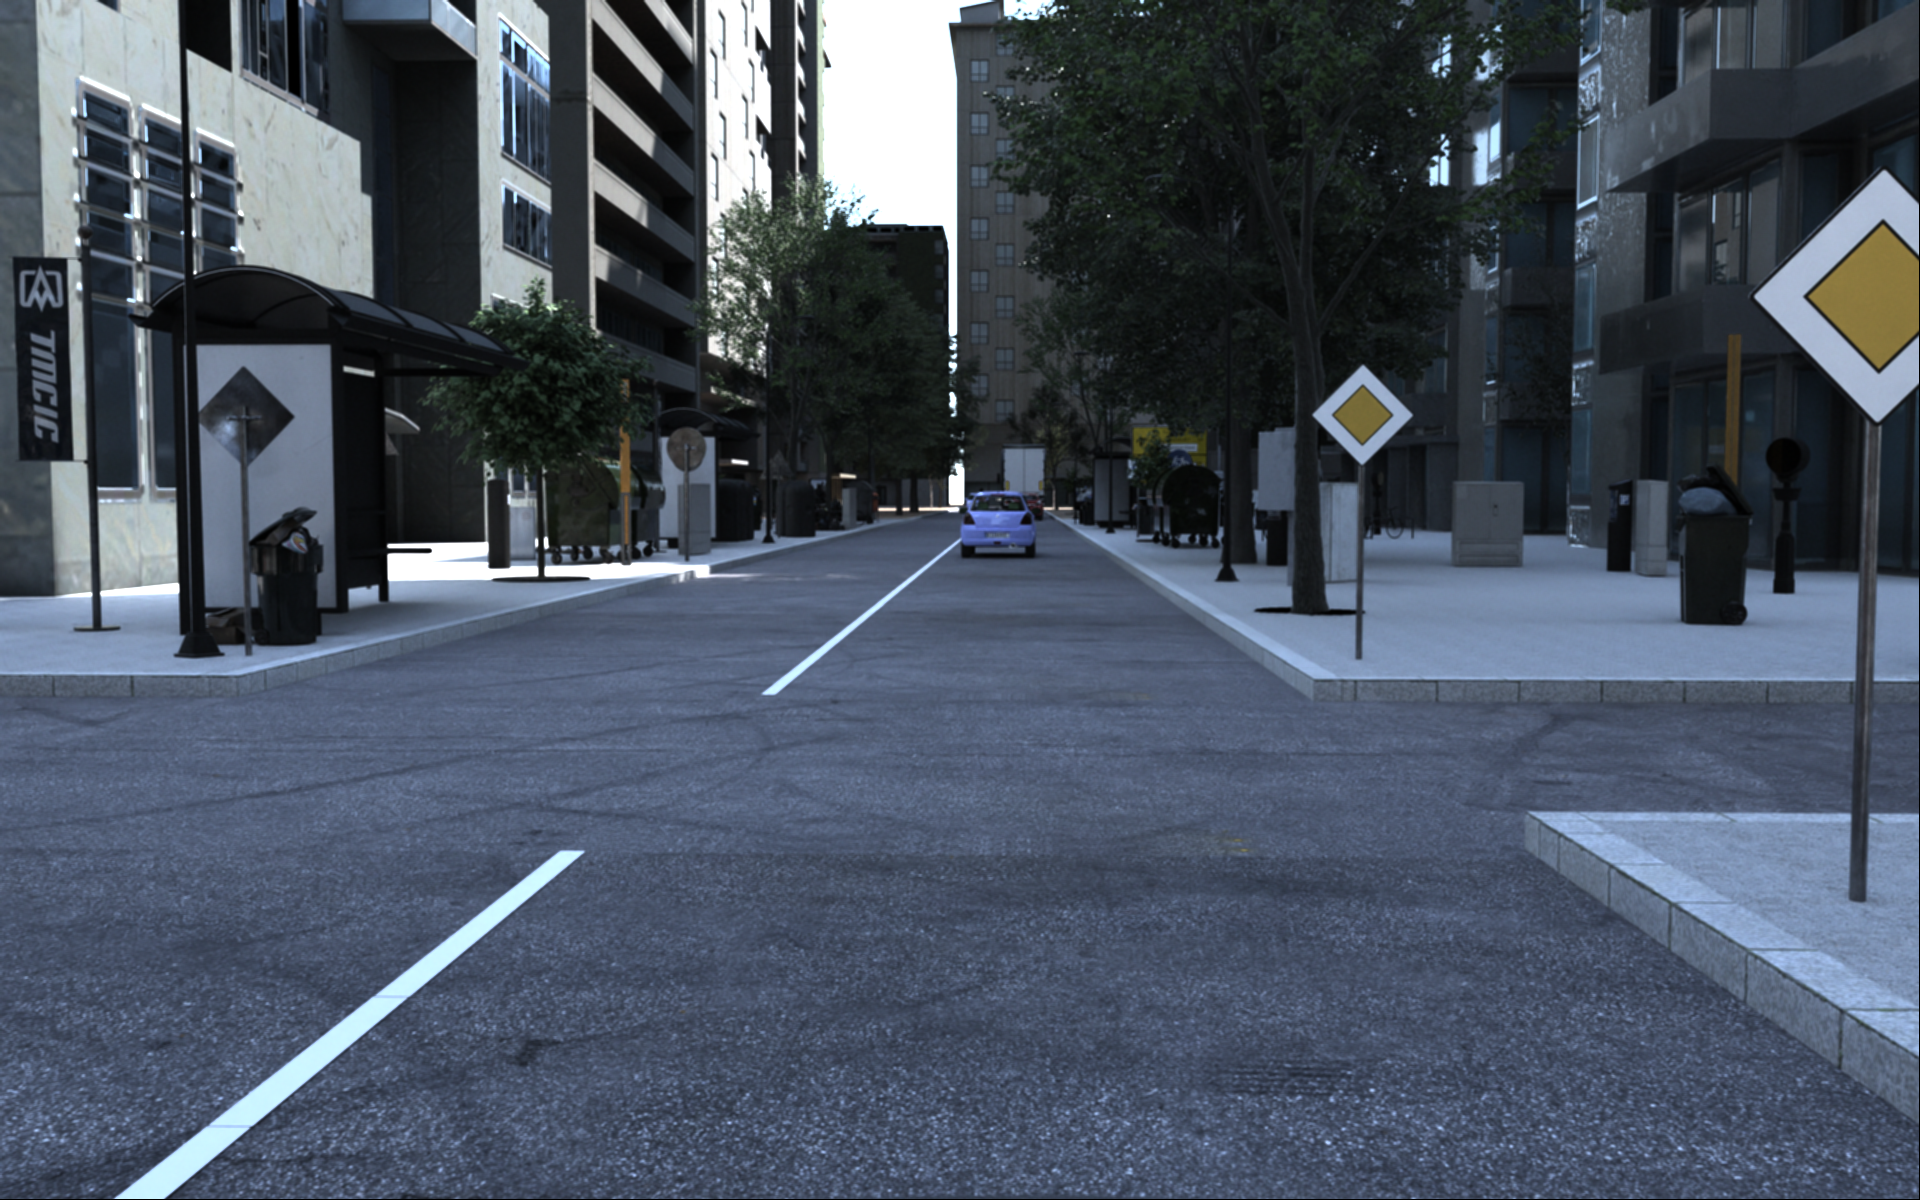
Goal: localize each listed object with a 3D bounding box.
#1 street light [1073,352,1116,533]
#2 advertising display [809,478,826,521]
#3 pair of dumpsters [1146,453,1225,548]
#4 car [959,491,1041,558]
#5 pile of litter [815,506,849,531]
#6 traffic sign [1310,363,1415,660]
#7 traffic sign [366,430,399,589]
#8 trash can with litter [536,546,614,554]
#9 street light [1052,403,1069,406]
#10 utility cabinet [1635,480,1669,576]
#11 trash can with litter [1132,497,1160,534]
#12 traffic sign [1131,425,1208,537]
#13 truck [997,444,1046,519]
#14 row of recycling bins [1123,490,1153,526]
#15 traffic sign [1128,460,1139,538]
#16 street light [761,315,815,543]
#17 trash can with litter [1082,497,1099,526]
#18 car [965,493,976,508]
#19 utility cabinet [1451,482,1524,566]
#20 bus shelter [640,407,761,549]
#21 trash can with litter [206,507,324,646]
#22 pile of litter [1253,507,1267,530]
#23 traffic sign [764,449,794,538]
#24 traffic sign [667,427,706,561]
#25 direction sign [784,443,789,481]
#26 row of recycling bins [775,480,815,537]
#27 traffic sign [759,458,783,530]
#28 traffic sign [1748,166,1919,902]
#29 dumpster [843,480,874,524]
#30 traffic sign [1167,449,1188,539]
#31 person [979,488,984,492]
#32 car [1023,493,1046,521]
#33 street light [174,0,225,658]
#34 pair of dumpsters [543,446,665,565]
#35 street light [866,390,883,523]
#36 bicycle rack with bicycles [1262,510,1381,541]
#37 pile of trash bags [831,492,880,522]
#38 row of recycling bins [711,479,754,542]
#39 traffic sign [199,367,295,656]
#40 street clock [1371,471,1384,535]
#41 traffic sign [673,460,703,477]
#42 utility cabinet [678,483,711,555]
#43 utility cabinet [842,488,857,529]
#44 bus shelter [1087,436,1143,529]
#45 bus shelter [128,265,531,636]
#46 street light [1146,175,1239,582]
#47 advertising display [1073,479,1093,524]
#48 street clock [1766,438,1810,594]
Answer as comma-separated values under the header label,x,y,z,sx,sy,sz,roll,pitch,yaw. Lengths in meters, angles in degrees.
label,x,y,z,sx,sy,sz,roll,pitch,yaw
street light,4.390,-5.138,56.555,1.470,5.913,1.316,0,4,2
advertising display,-5.800,-4.063,71.642,0.974,1.923,0.123,-2,4,-33
pair of dumpsters,5.568,-2.470,42.877,1.574,2.255,4.437,0,4,2
car,0.921,-1.878,40.298,1.945,1.707,3.694,0,4,3
pile of litter,-4.792,-2.872,60.929,1.719,0.858,1.176,1,4,19
traffic sign,3.093,-0.596,13.384,0.795,2.450,0.064,0,4,2
traffic sign,-7.998,-1.429,23.361,0.884,2.594,0.081,0,4,7
trash can with litter,-8.745,-1.637,37.819,2.233,1.210,1.678,3,5,42
street light,5.384,-7.090,88.460,1.470,5.913,1.316,0,4,2
utility cabinet,10.924,-1.141,27.334,0.318,1.500,1.173,1,4,13
trash can with litter,6.219,-2.747,56.309,0.624,1.170,1.055,-3,5,-42
traffic sign,6.227,-3.524,51.490,2.265,3.308,0.079,1,4,9
truck,3.672,-6.985,103.110,2.839,4.237,11.283,0,4,1
row of recycling bins,7.775,-3.947,71.642,1.069,1.692,3.534,3,4,38
traffic sign,5.234,-2.983,50.901,0.606,2.300,0.079,1,4,10
street light,-4.475,-4.441,45.149,1.470,5.913,1.316,0,4,2
trash can with litter,5.496,-3.618,70.535,1.055,1.170,0.624,2,4,25
car,1.356,-7.883,138.481,1.945,1.707,3.694,0,4,0
utility cabinet,9.321,-1.341,30.599,1.173,1.500,0.318,0,4,3
bus shelter,-6.362,-3.010,43.134,2.014,3.302,5.546,0,4,2
trash can with litter,-5.989,-0.206,14.757,1.055,1.170,0.624,0,4,1
pile of litter,11.086,-2.968,62.486,1.176,0.858,1.719,0,4,7
traffic sign,-5.263,-3.076,50.301,0.884,2.594,0.081,0,4,6
traffic sign,-5.219,-2.015,33.049,0.768,2.556,0.104,0,4,5
direction sign,-7.661,-5.215,77.269,0.379,3.537,0.876,1,4,15
row of recycling bins,-5.085,-2.800,52.893,1.069,1.692,3.534,-1,4,-12
traffic sign,-6.819,-3.825,62.549,0.884,2.594,0.081,0,4,7
traffic sign,2.830,-0.108,5.404,0.795,2.450,0.064,0,4,2
dumpster,-4.357,-4.180,74.105,1.264,1.857,1.865,0,4,2
traffic sign,6.248,-3.019,49.466,0.768,2.556,0.104,1,4,11
person,1.249,-5.133,93.133,0.721,1.736,1.217,-1,4,-17
car,3.620,-5.237,94.667,2.155,1.783,4.494,0,4,2
street light,-5.480,-2.505,13.504,1.470,5.913,1.316,0,4,2
pair of dumpsters,-6.871,-1.894,33.453,1.574,2.255,4.437,0,4,2
street light,-3.451,-6.348,76.336,1.470,5.913,1.316,0,4,2
bicycle rack with bicycles,9.367,-2.018,46.378,2.925,0.926,2.852,0,4,-2
pile of trash bags,-4.814,-4.355,80.963,1.912,1.369,3.447,-3,4,-36
row of recycling bins,-6.298,-2.501,48.004,1.069,1.692,3.534,0,4,1
traffic sign,-5.646,-0.615,13.691,0.795,2.450,0.064,0,4,2
street clock,13.178,-3.066,54.694,0.358,2.002,0.471,3,4,39
traffic sign,-6.216,-2.406,39.441,0.768,2.556,0.104,1,4,10
utility cabinet,-5.633,-1.713,36.683,0.318,1.500,1.173,1,4,12
utility cabinet,-4.083,-3.368,63.742,0.318,1.500,1.173,1,4,8
bus shelter,5.772,-4.258,63.545,2.014,3.302,5.546,0,4,2
bus shelter,-6.249,-1.479,18.106,2.014,3.302,5.546,0,4,2
street light,3.391,-3.231,25.368,1.470,5.913,1.316,0,4,2
advertising display,5.260,-4.203,73.928,0.974,1.923,0.123,-2,4,-35
street clock,10.649,-1.086,22.327,0.358,2.002,0.471,-3,4,-37
